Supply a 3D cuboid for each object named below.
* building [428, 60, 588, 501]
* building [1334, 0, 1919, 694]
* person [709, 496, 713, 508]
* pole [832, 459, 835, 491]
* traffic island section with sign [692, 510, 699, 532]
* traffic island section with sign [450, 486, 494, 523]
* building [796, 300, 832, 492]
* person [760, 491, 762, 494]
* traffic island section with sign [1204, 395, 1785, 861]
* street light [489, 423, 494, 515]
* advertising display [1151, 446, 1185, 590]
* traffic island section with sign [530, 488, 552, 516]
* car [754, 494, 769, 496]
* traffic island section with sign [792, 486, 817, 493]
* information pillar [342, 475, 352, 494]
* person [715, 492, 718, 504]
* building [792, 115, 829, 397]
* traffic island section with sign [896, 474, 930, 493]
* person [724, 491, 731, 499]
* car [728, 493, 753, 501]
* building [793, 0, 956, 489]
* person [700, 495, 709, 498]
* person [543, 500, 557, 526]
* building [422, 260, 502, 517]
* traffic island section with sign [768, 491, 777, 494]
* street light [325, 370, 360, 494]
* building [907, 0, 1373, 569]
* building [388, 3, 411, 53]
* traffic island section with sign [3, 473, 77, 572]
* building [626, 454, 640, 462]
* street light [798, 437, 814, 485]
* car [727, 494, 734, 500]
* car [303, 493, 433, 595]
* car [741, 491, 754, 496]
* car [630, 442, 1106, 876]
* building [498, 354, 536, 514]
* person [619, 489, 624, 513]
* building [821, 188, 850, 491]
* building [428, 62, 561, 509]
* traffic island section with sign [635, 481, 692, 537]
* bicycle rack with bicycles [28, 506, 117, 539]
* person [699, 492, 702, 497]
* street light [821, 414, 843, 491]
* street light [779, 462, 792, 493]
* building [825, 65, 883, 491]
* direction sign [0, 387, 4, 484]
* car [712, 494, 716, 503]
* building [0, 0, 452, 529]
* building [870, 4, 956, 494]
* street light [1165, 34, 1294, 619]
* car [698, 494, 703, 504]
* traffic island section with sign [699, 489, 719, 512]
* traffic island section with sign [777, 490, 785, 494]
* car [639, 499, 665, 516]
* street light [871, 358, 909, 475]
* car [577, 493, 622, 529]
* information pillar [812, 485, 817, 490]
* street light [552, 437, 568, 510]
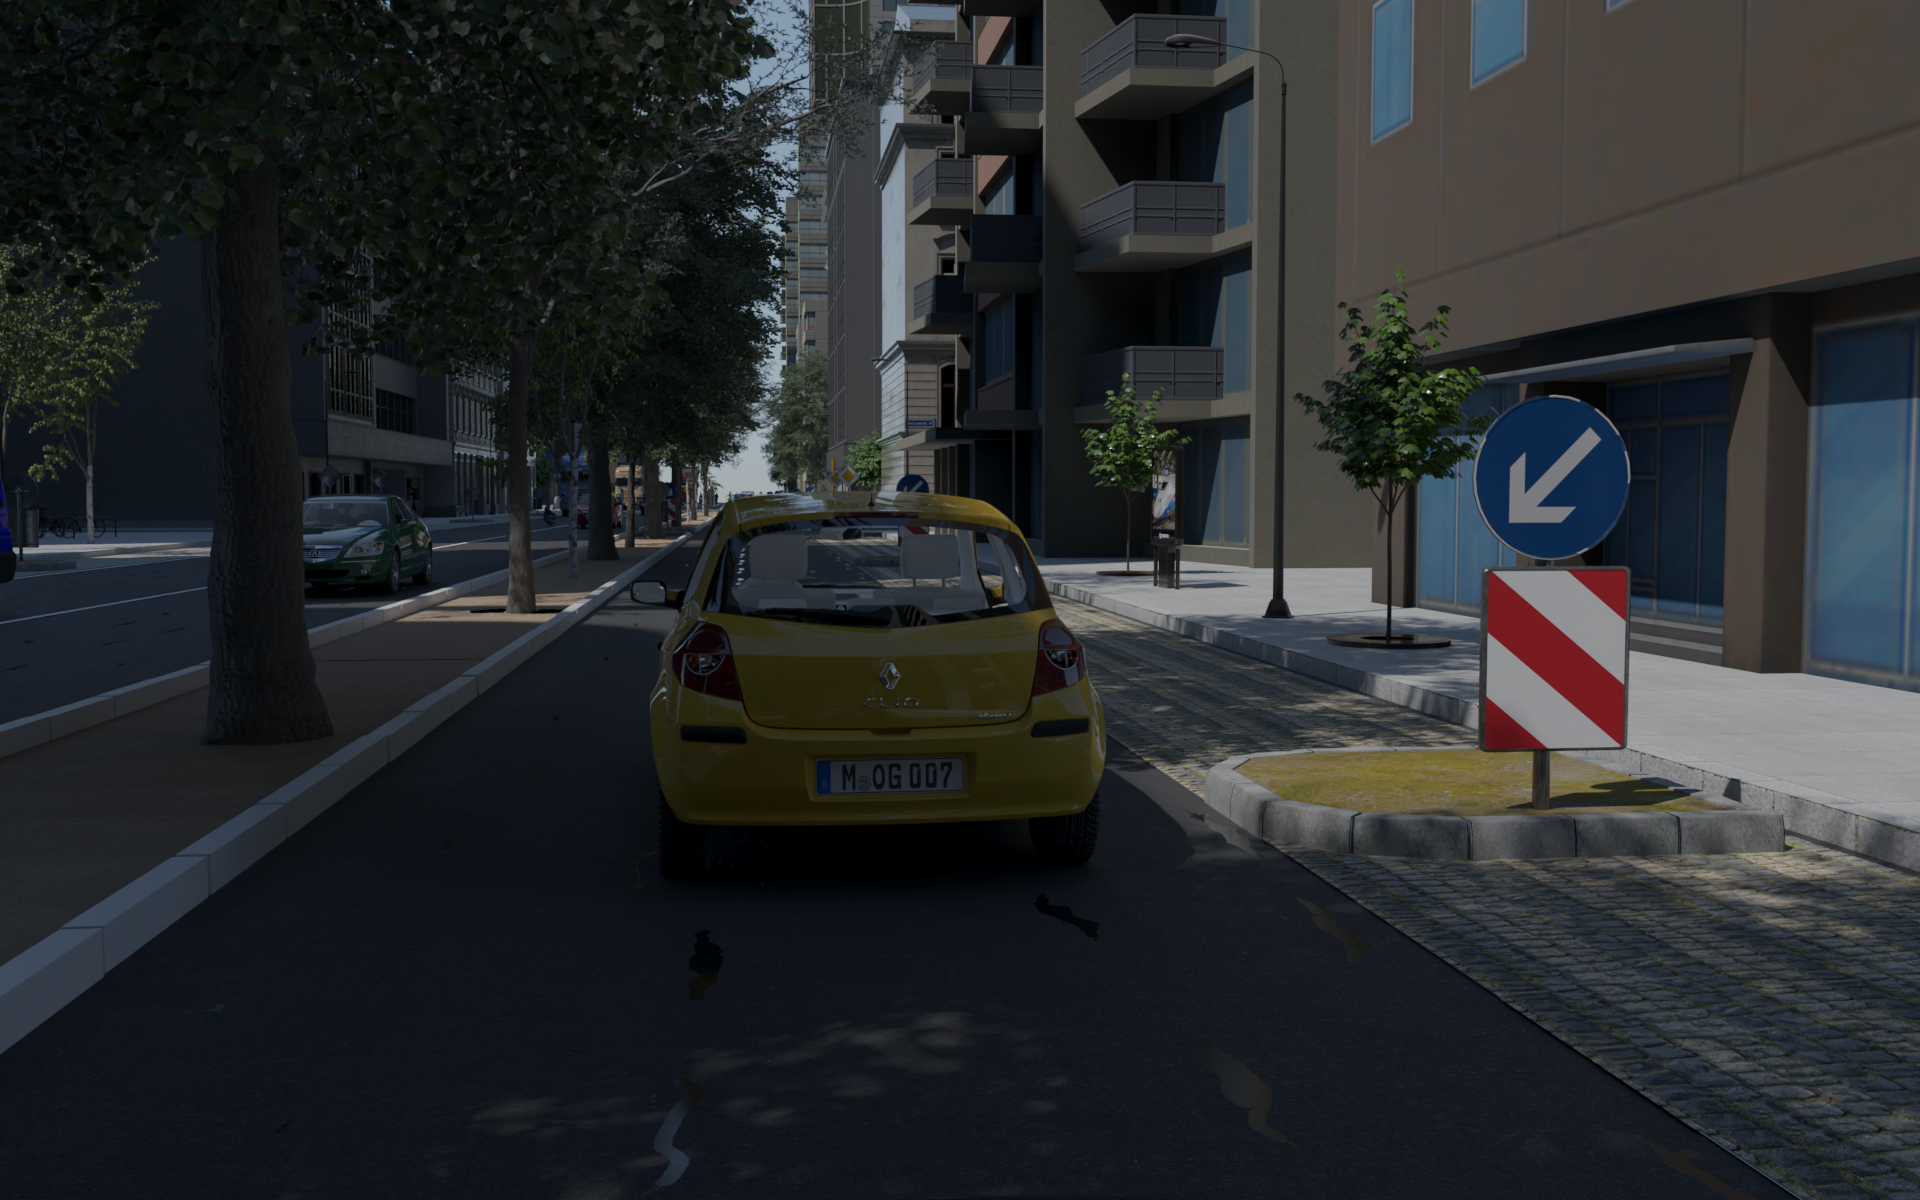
[{"bbox_3d":[-44.269,-31.771,169.568,14.600,45.320,14.200,0,4,-7],"label":"building"},{"bbox_3d":[12.182,-22.211,13.268,14.600,45.320,14.200,0,4,-7],"label":"building"},{"bbox_3d":[-25.912,-10.490,180.026,0.705,1.821,1.348,0,4,4],"label":"person"},{"bbox_3d":[-7.269,-6.468,99.596,0.158,3.312,0.155,0,3,0],"label":"pole"},{"bbox_3d":[-11.125,-3.544,66.082,2.006,1.907,1.989,0,4,-7],"label":"traffic island section with sign"},{"bbox_3d":[-24.450,-4.786,86.874,1.989,1.847,2.006,0,4,-7],"label":"traffic island section with sign"},{"bbox_3d":[-1.827,-19.913,170.623,27.650,21.520,28.899,0,4,-7],"label":"building"},{"bbox_3d":[-22.512,-11.400,195.615,0.721,1.736,1.217,3,5,42],"label":"person"},{"bbox_3d":[2.175,0.057,7.700,1.989,1.847,2.006,0,4,-7],"label":"traffic island section with sign"},{"bbox_3d":[-28.197,-8.172,106.151,1.470,5.913,1.316,0,4,-7],"label":"street light"},{"bbox_3d":[2.823,-1.125,23.614,0.123,1.923,0.974,-1,4,-14],"label":"advertising display"},{"bbox_3d":[-27.737,-6.431,113.781,1.989,1.847,2.006,0,4,-7],"label":"traffic island section with sign"},{"bbox_3d":[-13.356,-6.536,117.089,2.015,1.641,3.980,0,4,-6],"label":"car"},{"bbox_3d":[-7.853,-4.964,89.784,1.989,1.847,2.006,0,4,-7],"label":"traffic island section with sign"},{"bbox_3d":[-23.366,-3.768,66.096,0.304,2.012,0.304,-1,4,-10],"label":"information pillar"},{"bbox_3d":[-35.601,-14.931,253.532,0.541,1.710,0.530,-2,4,-28],"label":"person"},{"bbox_3d":[-10.755,-31.006,190.545,14.154,41.232,14.086,0,4,-7],"label":"building"},{"bbox_3d":[-1.120,-1.595,34.710,1.989,1.847,2.006,0,4,-7],"label":"traffic island section with sign"},{"bbox_3d":[-24.274,-10.614,182.754,1.217,1.735,0.721,1,4,12],"label":"person"},{"bbox_3d":[-13.869,-6.192,110.829,1.945,1.707,3.694,0,4,-8],"label":"car"},{"bbox_3d":[-9.611,-47.031,207.214,20.563,71.187,20.611,0,4,-7],"label":"building"},{"bbox_3d":[-27.593,-10.896,187.373,1.217,1.736,0.721,-1,4,-8],"label":"person"},{"bbox_3d":[-18.354,-3.905,77.845,0.738,1.151,1.012,0,4,-3],"label":"person"},{"bbox_3d":[-33.386,-15.510,102.734,9.793,20.994,18.267,0,4,-7],"label":"building"},{"bbox_3d":[-17.141,-9.612,165.790,1.989,1.847,2.006,0,4,-7],"label":"traffic island section with sign"},{"bbox_3d":[-23.200,-5.656,65.019,1.470,5.913,1.316,0,4,-7],"label":"street light"},{"bbox_3d":[10.232,-23.738,42.745,22.147,44.769,28.867,0,4,-7],"label":"building"},{"bbox_3d":[-51.140,-53.686,190.430,22.319,86.520,31.000,0,4,-7],"label":"building"},{"bbox_3d":[-17.799,-1.457,32.446,1.989,1.847,2.006,0,4,-7],"label":"traffic island section with sign"},{"bbox_3d":[-57.871,-36.380,249.435,22.147,44.769,28.867,0,4,-7],"label":"building"},{"bbox_3d":[-12.579,-10.354,141.837,1.470,5.913,1.316,0,4,-7],"label":"street light"},{"bbox_3d":[-17.152,-7.687,134.476,1.959,1.807,4.718,0,4,-6],"label":"car"},{"bbox_3d":[-9.146,-0.871,26.044,2.131,1.459,4.920,0,4,-8],"label":"car"},{"bbox_3d":[-24.695,-11.776,201.209,2.281,1.827,5.304,0,4,-8],"label":"car"},{"bbox_3d":[-0.526,0.135,8.017,2.015,1.641,3.980,-1,4,-8],"label":"car"},{"bbox_3d":[-35.848,-16.230,120.115,10.420,20.320,16.860,0,4,-7],"label":"building"},{"bbox_3d":[-25.546,-7.464,130.795,0.793,1.790,0.793,-1,4,-19],"label":"person"},{"bbox_3d":[-3.073,-21.002,130.778,14.401,28.519,23.554,0,4,-7],"label":"building"},{"bbox_3d":[-50.837,-27.975,149.272,32.217,40.220,23.993,0,4,-7],"label":"building"},{"bbox_3d":[-10.236,-3.094,58.728,2.006,1.907,1.989,0,4,-7],"label":"traffic island section with sign"},{"bbox_3d":[-26.216,-2.269,50.478,2.852,0.926,2.925,1,4,13],"label":"bicycle rack with bicycles"},{"bbox_3d":[-40.482,-15.938,269.602,0.721,1.766,1.217,0,4,-5],"label":"person"},{"bbox_3d":[-7.377,-7.840,100.731,1.470,5.913,1.316,0,4,-7],"label":"street light"},{"bbox_3d":[-21.707,-15.004,217.850,1.470,5.913,1.316,0,4,-7],"label":"street light"},{"bbox_3d":[-0.682,-19.185,107.176,14.314,27.812,24.014,0,4,-7],"label":"building"},{"bbox_3d":[-20.105,-2.712,36.345,0.379,3.537,0.876,-2,4,-27],"label":"direction sign"},{"bbox_3d":[-38.753,-15.788,269.923,2.131,1.459,4.920,0,4,-6],"label":"car"},{"bbox_3d":[-32.871,-15.861,78.388,14.314,24.678,30.058,0,4,-7],"label":"building"},{"bbox_3d":[13.882,-15.734,76.342,34.723,24.649,14.460,0,4,-7],"label":"building"},{"bbox_3d":[2.763,-2.765,17.744,1.470,5.913,1.316,0,4,-7],"label":"street light"},{"bbox_3d":[-36.319,-14.490,246.508,1.945,1.707,3.694,0,4,-7],"label":"car"},{"bbox_3d":[-20.251,-8.106,140.666,2.006,1.907,1.989,0,4,-7],"label":"traffic island section with sign"},{"bbox_3d":[-11.136,-6.607,116.648,1.989,1.847,2.006,0,4,-7],"label":"traffic island section with sign"},{"bbox_3d":[-20.649,-6.386,116.985,1.945,1.354,3.894,0,4,-8],"label":"car"},{"bbox_3d":[-2.335,-5.298,59.156,1.470,5.913,1.316,0,4,-7],"label":"street light"},{"bbox_3d":[-15.302,-3.920,73.124,2.155,1.783,4.494,0,4,-6],"label":"car"},{"bbox_3d":[-11.161,-7.853,132.882,0.304,2.012,0.304,-3,5,-42],"label":"information pillar"},{"bbox_3d":[-32.492,-10.285,140.707,1.470,5.913,1.316,0,4,-7],"label":"street light"}]
